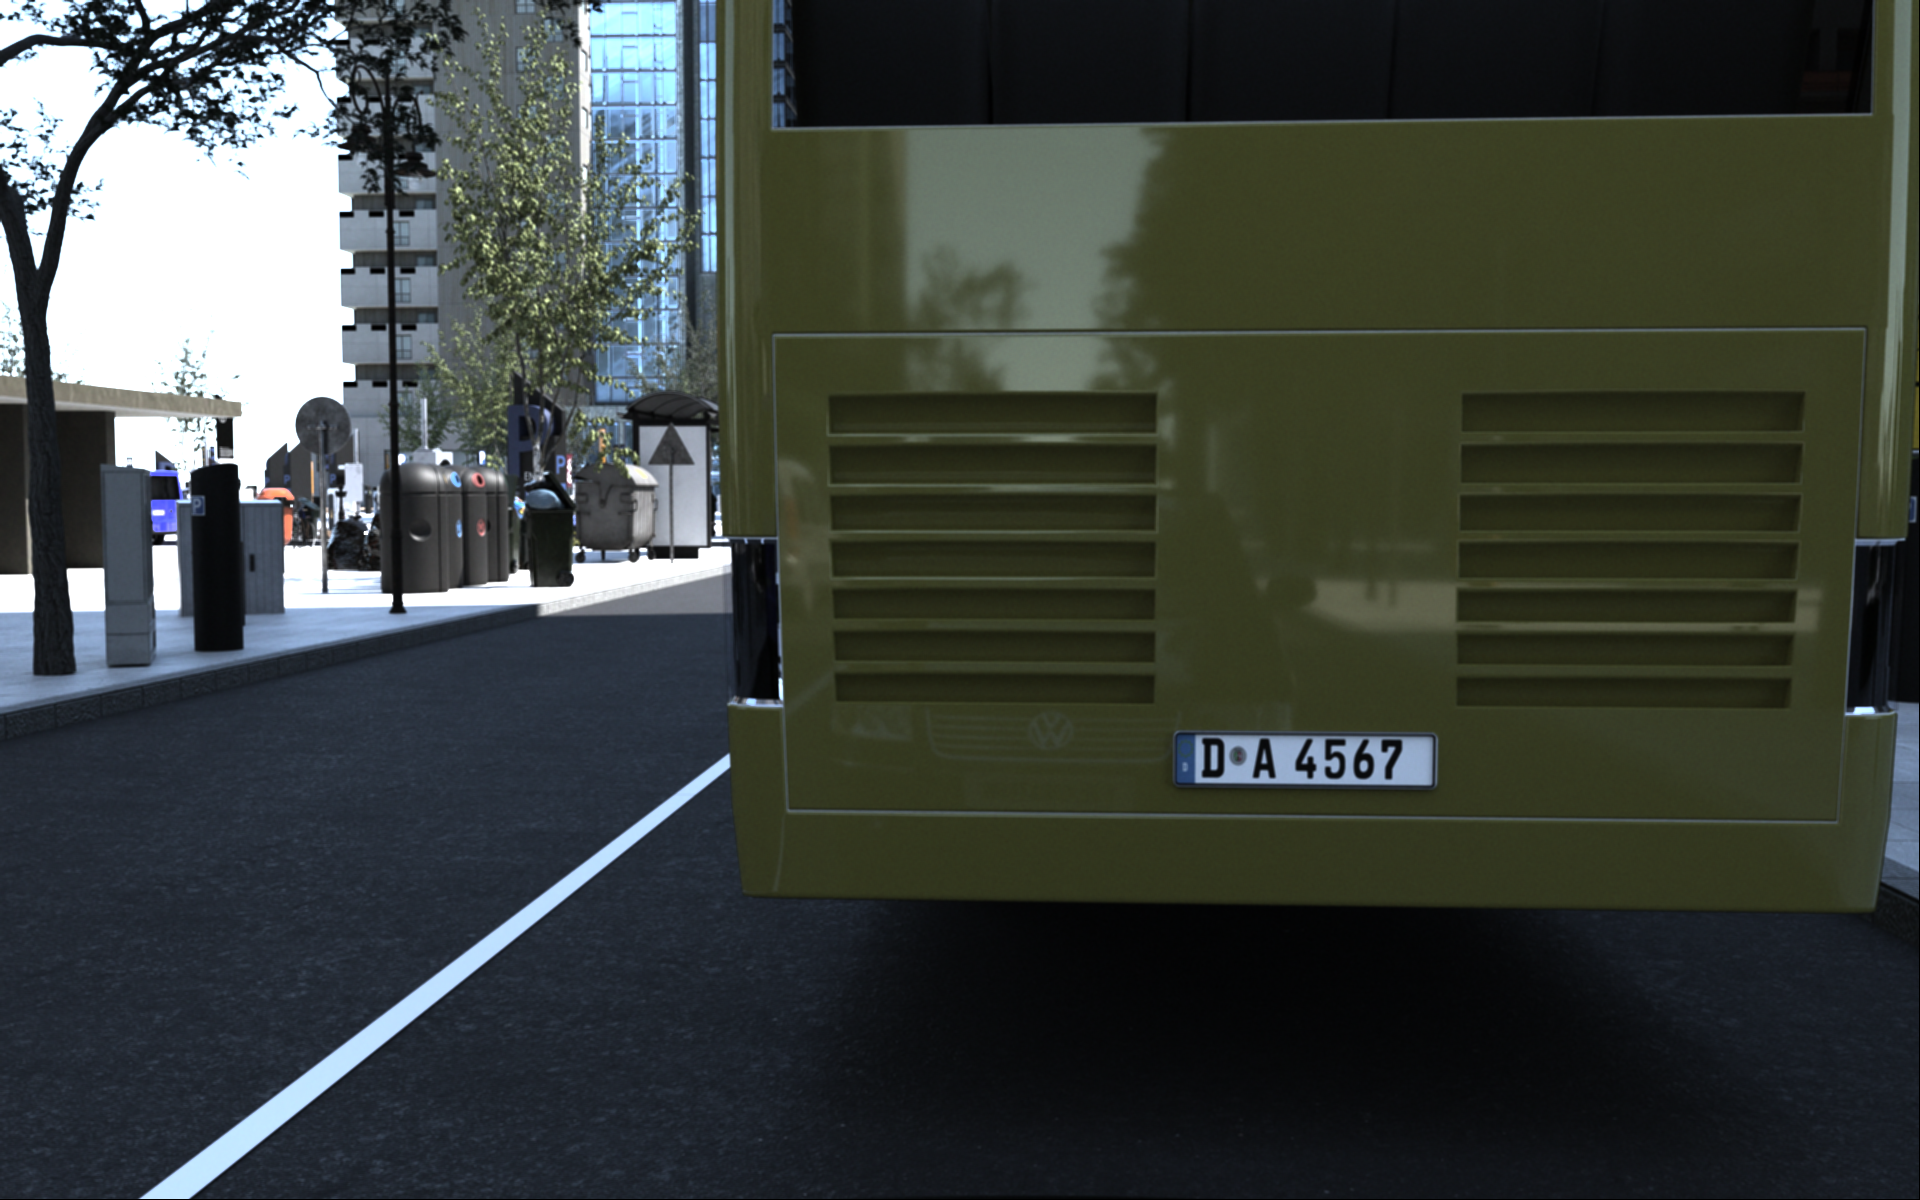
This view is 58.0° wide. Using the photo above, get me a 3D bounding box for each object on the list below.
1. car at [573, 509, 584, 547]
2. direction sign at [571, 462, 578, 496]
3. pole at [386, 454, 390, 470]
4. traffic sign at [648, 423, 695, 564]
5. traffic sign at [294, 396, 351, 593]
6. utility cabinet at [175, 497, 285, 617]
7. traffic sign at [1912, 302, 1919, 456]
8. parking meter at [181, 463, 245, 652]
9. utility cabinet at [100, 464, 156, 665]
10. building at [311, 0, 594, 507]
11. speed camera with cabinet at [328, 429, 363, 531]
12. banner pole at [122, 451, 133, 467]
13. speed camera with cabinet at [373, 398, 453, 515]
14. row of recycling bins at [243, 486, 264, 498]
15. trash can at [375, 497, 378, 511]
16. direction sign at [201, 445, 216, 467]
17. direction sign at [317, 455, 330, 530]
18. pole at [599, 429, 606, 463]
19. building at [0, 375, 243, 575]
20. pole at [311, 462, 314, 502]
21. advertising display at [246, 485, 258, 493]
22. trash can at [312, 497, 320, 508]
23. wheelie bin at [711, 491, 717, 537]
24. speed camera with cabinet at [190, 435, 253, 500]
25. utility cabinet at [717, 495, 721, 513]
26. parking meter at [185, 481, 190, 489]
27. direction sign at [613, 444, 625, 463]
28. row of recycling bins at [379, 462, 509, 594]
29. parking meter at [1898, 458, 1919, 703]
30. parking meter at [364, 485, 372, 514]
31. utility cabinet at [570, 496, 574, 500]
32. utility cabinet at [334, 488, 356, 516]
[{"bbox_3d":[-10.544,-2.086,43.705,3.694,1.707,1.945,0,4,2],"label":"car"},{"bbox_3d":[-27.514,-7.990,122.633,0.876,3.537,0.379,-1,4,-17],"label":"direction sign"},{"bbox_3d":[-29.466,-5.836,89.257,0.158,3.312,0.155,0,3,0],"label":"pole"},{"bbox_3d":[-5.258,-1.929,31.546,0.884,2.594,0.081,1,4,11],"label":"traffic sign"},{"bbox_3d":[-8.277,-1.369,22.497,0.768,2.556,0.104,0,4,6],"label":"traffic sign"},{"bbox_3d":[-7.757,-0.444,18.423,1.020,1.237,0.306,-2,4,-31],"label":"utility cabinet"},{"bbox_3d":[6.081,-1.078,11.495,2.265,3.308,0.079,0,4,5],"label":"traffic sign"},{"bbox_3d":[-6.110,-0.356,14.239,0.372,1.533,0.369,0,3,0],"label":"parking meter"},{"bbox_3d":[-6.367,-0.283,13.305,0.318,1.500,1.173,-1,4,-23],"label":"utility cabinet"},{"bbox_3d":[-48.057,-36.060,178.819,27.495,52.752,28.713,0,4,4],"label":"building"},{"bbox_3d":[-18.837,-3.588,53.005,0.660,3.252,2.038,-2,4,-33],"label":"speed camera with cabinet"},{"bbox_3d":[-48.899,-6.834,101.745,0.401,3.779,0.863,2,4,31],"label":"banner pole"},{"bbox_3d":[-11.030,-2.494,35.121,0.660,3.252,2.038,1,4,13],"label":"speed camera with cabinet"},{"bbox_3d":[-38.693,-5.264,93.176,3.534,1.692,1.069,-1,4,-15],"label":"row of recycling bins"},{"bbox_3d":[-24.503,-3.792,73.652,0.748,1.137,0.748,0,3,0],"label":"trash can"},{"bbox_3d":[-35.013,-5.429,80.767,0.379,3.537,0.876,1,4,17],"label":"direction sign"},{"bbox_3d":[-22.204,-4.185,60.428,0.876,3.537,0.379,3,5,43],"label":"direction sign"},{"bbox_3d":[-11.171,-3.688,54.142,0.158,3.312,0.155,0,3,0],"label":"pole"},{"bbox_3d":[-28.456,-22.428,21.330,28.867,44.769,22.147,0,4,4],"label":"building"},{"bbox_3d":[-40.580,-7.006,108.396,0.158,3.312,0.155,0,3,0],"label":"pole"},{"bbox_3d":[-49.859,-7.143,122.002,0.123,1.923,0.974,1,4,21],"label":"advertising display"},{"bbox_3d":[-36.016,-5.253,97.542,0.748,1.137,0.748,0,3,0],"label":"trash can"},{"bbox_3d":[-7.729,-2.712,52.248,0.693,1.594,0.980,-2,4,-24],"label":"wheelie bin"},{"bbox_3d":[-25.196,-3.961,59.104,0.660,3.252,2.038,2,4,31],"label":"speed camera with cabinet"},{"bbox_3d":[-16.096,-6.421,116.142,0.306,1.237,1.020,-1,4,-14],"label":"utility cabinet"},{"bbox_3d":[-35.048,-4.474,78.863,0.255,1.863,0.399,3,5,44],"label":"parking meter"},{"bbox_3d":[-15.540,-5.323,79.030,0.876,3.537,0.379,3,5,43],"label":"direction sign"},{"bbox_3d":[-7.102,-1.025,23.878,1.069,1.692,3.534,0,4,2],"label":"row of recycling bins"},{"bbox_3d":[5.940,-0.143,10.746,0.372,1.533,0.369,0,3,0],"label":"parking meter"},{"bbox_3d":[-37.282,-6.323,109.095,0.399,1.863,0.255,2,4,32],"label":"parking meter"},{"bbox_3d":[-15.462,-3.458,67.694,0.306,1.237,1.020,1,4,14],"label":"utility cabinet"},{"bbox_3d":[-23.881,-3.592,67.415,0.318,1.500,1.173,1,4,13],"label":"utility cabinet"}]
